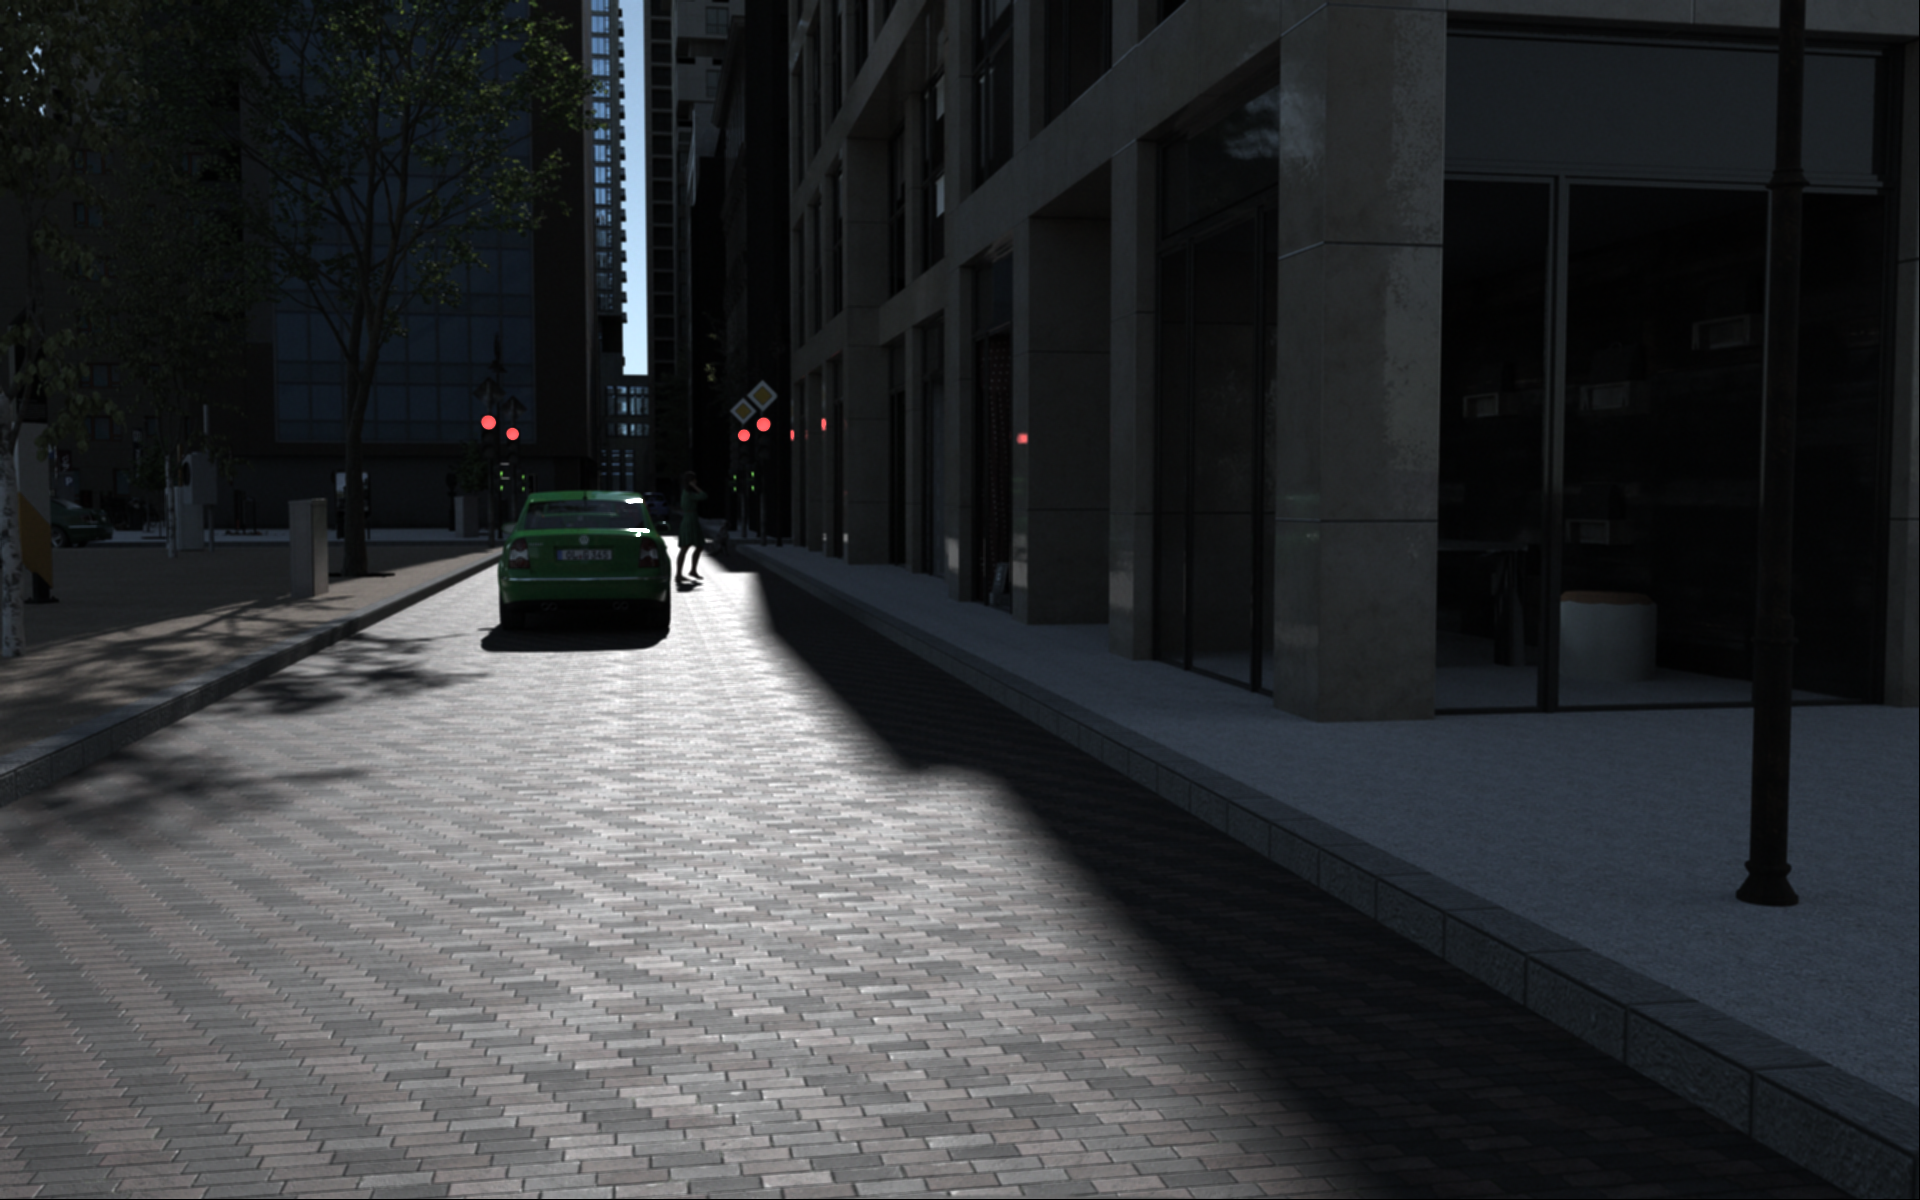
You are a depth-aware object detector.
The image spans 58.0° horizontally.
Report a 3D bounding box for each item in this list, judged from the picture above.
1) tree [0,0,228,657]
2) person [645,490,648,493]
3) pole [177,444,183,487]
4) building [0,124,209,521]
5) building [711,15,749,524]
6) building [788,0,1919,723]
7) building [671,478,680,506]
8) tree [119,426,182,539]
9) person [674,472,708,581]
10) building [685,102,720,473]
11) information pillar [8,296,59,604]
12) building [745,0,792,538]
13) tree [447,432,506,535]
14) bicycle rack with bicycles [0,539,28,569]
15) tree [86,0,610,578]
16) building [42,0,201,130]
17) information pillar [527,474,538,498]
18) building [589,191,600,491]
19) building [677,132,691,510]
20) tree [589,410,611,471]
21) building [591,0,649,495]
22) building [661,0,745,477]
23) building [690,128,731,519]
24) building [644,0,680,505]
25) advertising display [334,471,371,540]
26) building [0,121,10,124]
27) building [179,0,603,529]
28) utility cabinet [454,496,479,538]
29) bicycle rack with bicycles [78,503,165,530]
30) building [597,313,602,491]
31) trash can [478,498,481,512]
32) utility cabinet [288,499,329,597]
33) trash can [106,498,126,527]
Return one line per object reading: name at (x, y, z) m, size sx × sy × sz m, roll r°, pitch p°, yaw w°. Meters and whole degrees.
tree at (-7.557, -3.844, 13.219) m, size 4.737 × 8.622 × 4.395 m, roll 0°, pitch 3°, yaw 0°
person at (-27.766, -8.865, 153.435) m, size 0.705 × 1.826 × 1.348 m, roll 2°, pitch 4°, yaw 24°
pole at (-31.553, -4.668, 70.168) m, size 0.158 × 3.312 × 0.155 m, roll 0°, pitch 3°, yaw 0°
building at (-36.093, -15.436, 97.414) m, size 27.650 × 21.520 × 28.899 m, roll -1°, pitch 4°, yaw -10°
building at (-5.367, -15.322, 79.401) m, size 11.050 × 23.489 × 19.941 m, roll -1°, pitch 4°, yaw -10°
building at (8.350, -13.628, 27.339) m, size 19.350 × 26.468 × 34.151 m, roll -1°, pitch 4°, yaw -10°
building at (-15.475, -30.471, 190.089) m, size 32.217 × 40.220 × 23.993 m, roll -1°, pitch 4°, yaw -10°
tree at (-23.044, -3.378, 49.836) m, size 1.663 × 3.219 × 1.824 m, roll 0°, pitch 3°, yaw 0°
person at (-4.475, -1.214, 28.594) m, size 0.529 × 1.795 × 0.600 m, roll -2°, pitch 4°, yaw -25°
building at (-11.864, -18.198, 115.558) m, size 12.078 × 24.808 × 19.932 m, roll -1°, pitch 4°, yaw -10°
information pillar at (-10.820, -1.763, 20.178) m, size 0.183 × 3.616 × 0.504 m, roll 1°, pitch 4°, yaw 14°
building at (1.303, -13.899, 56.927) m, size 15.834 × 23.373 × 12.332 m, roll -1°, pitch 4°, yaw -10°
tree at (-15.084, -3.627, 53.907) m, size 1.663 × 3.219 × 1.824 m, roll 0°, pitch 3°, yaw 0°
bicycle rack with bicycles at (-17.044, -0.958, 29.038) m, size 2.925 × 0.926 × 2.852 m, roll 1°, pitch 4°, yaw 19°
tree at (-9.261, -6.173, 26.685) m, size 9.928 × 11.665 × 9.643 m, roll 0°, pitch 3°, yaw 0°
building at (-94.227, -46.896, 204.998) m, size 20.611 × 71.187 × 20.563 m, roll -1°, pitch 4°, yaw -10°
information pillar at (-15.800, -3.641, 64.027) m, size 0.304 × 2.012 × 0.304 m, roll 0°, pitch 4°, yaw 6°
building at (-40.234, -23.580, 157.238) m, size 14.160 × 30.474 × 14.107 m, roll -1°, pitch 4°, yaw -10°
building at (-16.089, -22.674, 142.423) m, size 14.160 × 30.474 × 14.107 m, roll -1°, pitch 4°, yaw -10°
tree at (-26.010, -10.262, 118.148) m, size 4.360 × 8.622 × 3.978 m, roll 0°, pitch 3°, yaw 0°
building at (-54.258, -54.988, 211.731) m, size 31.000 × 86.520 × 22.319 m, roll -1°, pitch 4°, yaw -10°
building at (-13.306, -35.152, 163.974) m, size 28.713 × 52.752 × 27.495 m, roll -1°, pitch 4°, yaw -10°
building at (-8.739, -16.413, 98.026) m, size 12.332 × 23.373 × 15.834 m, roll -1°, pitch 4°, yaw -10°
building at (-28.852, -47.612, 216.716) m, size 20.611 × 71.187 × 20.563 m, roll -1°, pitch 4°, yaw -10°
advertising display at (-17.064, -2.658, 48.679) m, size 0.974 × 1.923 × 0.123 m, roll 0°, pitch 4°, yaw 0°
building at (-111.250, -33.621, 199.808) m, size 14.200 × 45.320 × 14.600 m, roll -1°, pitch 4°, yaw -10°
building at (-22.006, -25.638, 69.297) m, size 14.600 × 45.320 × 14.200 m, roll -1°, pitch 4°, yaw -10°
utility cabinet at (-14.532, -2.438, 51.022) m, size 0.306 × 1.237 × 1.020 m, roll 1°, pitch 4°, yaw 9°
bicycle rack with bicycles at (-31.970, -3.249, 66.499) m, size 2.852 × 0.926 × 2.925 m, roll 0°, pitch 4°, yaw -6°
building at (-52.829, -20.639, 182.488) m, size 28.899 × 21.520 × 27.650 m, roll -1°, pitch 4°, yaw -10°
trash can at (-15.954, -2.732, 56.320) m, size 0.748 × 1.137 × 0.748 m, roll 0°, pitch 3°, yaw 0°
utility cabinet at (-8.292, -0.666, 22.046) m, size 0.306 × 1.237 × 1.020 m, roll -1°, pitch 4°, yaw -10°
trash can at (-33.289, -3.468, 68.351) m, size 0.748 × 1.137 × 0.748 m, roll 0°, pitch 3°, yaw 0°
